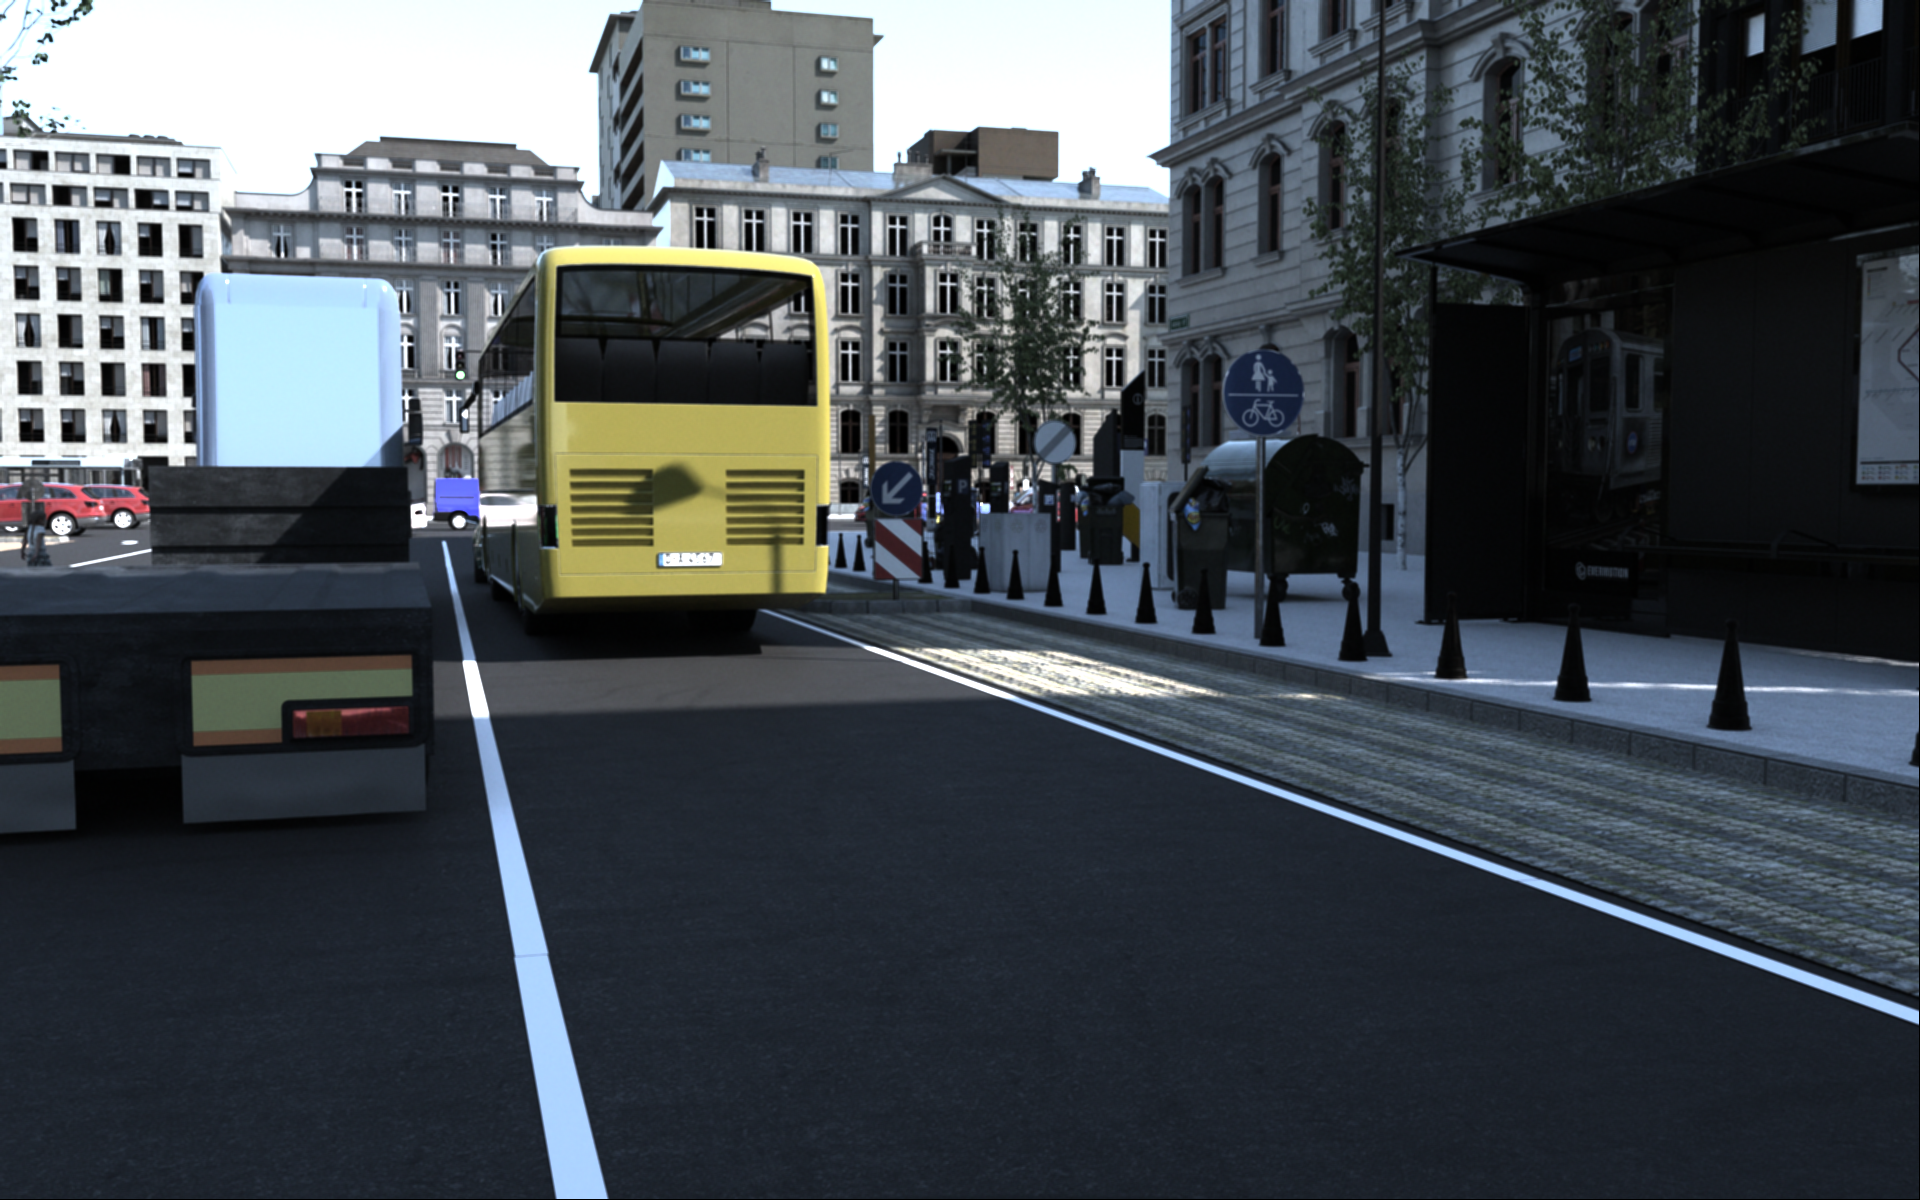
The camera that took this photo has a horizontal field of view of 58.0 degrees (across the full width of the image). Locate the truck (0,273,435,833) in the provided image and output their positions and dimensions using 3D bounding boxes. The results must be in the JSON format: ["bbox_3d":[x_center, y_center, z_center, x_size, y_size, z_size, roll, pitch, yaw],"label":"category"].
[{"bbox_3d":[-6.349,-1.601,15.932,2.967,4.110,18.799,-1,4,-18],"label":"truck"}]

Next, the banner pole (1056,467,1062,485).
[{"bbox_3d":[6.899,-8.426,127.780,0.863,3.779,0.401,-3,5,-44],"label":"banner pole"}]

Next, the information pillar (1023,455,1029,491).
[{"bbox_3d":[3.924,-6.838,103.160,0.183,3.616,0.504,3,5,39],"label":"information pillar"}]

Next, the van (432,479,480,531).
[{"bbox_3d":[-18.430,-3.978,69.418,5.245,2.365,2.240,-1,4,-18],"label":"van"}]

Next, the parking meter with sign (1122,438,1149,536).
[{"bbox_3d":[5.325,-3.512,53.684,0.543,3.016,1.738,2,4,24],"label":"parking meter with sign"}]

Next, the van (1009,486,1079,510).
[{"bbox_3d":[3.403,-4.370,78.462,4.112,2.044,2.013,-1,4,-18],"label":"van"}]

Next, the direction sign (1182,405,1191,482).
[{"bbox_3d":[5.793,-3.206,44.412,0.379,3.537,0.876,0,4,-6],"label":"direction sign"}]

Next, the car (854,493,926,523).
[{"bbox_3d":[-2.606,-4.274,78.927,4.494,1.783,2.155,-1,4,-15],"label":"car"}]

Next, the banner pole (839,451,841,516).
[{"bbox_3d":[-6.967,-6.758,100.502,0.401,3.779,0.863,0,4,-3],"label":"banner pole"}]

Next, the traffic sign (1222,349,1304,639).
[{"bbox_3d":[2.655,-0.930,15.306,0.768,2.556,0.104,-1,4,-13],"label":"traffic sign"}]

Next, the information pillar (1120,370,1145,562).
[{"bbox_3d":[3.261,-2.526,32.655,0.504,3.616,0.183,-2,4,-25],"label":"information pillar"}]

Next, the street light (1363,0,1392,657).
[{"bbox_3d":[2.774,-2.503,13.468,1.470,5.913,1.316,-1,4,-17],"label":"street light"}]

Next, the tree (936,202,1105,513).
[{"bbox_3d":[1.759,-5.683,43.273,4.737,8.622,4.395,0,3,0],"label":"tree"}]

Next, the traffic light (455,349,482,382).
[{"bbox_3d":[-13.575,-4.924,55.182,4.771,5.953,1.251,-1,4,-17],"label":"traffic light"}]

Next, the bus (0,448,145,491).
[{"bbox_3d":[-40.832,-4.790,73.183,13.247,3.499,2.948,-1,4,-16],"label":"bus"}]

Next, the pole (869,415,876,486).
[{"bbox_3d":[-2.261,-3.108,44.657,0.158,3.312,0.155,0,3,0],"label":"pole"}]

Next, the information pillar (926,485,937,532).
[{"bbox_3d":[-0.966,-3.317,58.721,0.304,2.012,0.304,-1,4,-12],"label":"information pillar"}]

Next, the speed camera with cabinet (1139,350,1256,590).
[{"bbox_3d":[3.475,-1.784,23.509,2.038,3.252,0.660,-1,4,-21],"label":"speed camera with cabinet"}]

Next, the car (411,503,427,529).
[{"bbox_3d":[-20.925,-2.899,59.767,4.827,1.381,2.083,-1,4,-18],"label":"car"}]

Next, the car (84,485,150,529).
[{"bbox_3d":[-35.817,-3.814,71.035,5.304,1.827,2.281,-1,4,-17],"label":"car"}]

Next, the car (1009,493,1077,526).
[{"bbox_3d":[3.344,-3.778,70.805,2.155,1.783,4.494,-1,4,-17],"label":"car"}]

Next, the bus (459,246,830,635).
[{"bbox_3d":[-4.214,-1.777,20.595,2.896,3.916,12.252,-1,4,-18],"label":"bus"}]

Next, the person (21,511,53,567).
[{"bbox_3d":[-12.290,-0.577,22.954,0.505,1.210,0.382,1,4,20],"label":"person"}]

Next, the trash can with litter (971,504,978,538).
[{"bbox_3d":[0.439,-2.432,51.145,1.055,1.170,0.624,0,4,2],"label":"trash can with litter"}]

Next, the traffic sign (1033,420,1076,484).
[{"bbox_3d":[1.617,-1.819,29.841,0.768,2.556,0.104,-1,4,-13],"label":"traffic sign"}]

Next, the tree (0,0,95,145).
[{"bbox_3d":[-25.633,-11.121,40.175,12.611,20.169,13.585,0,3,0],"label":"tree"}]

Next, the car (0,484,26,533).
[{"bbox_3d":[-36.675,-3.407,64.377,5.304,1.827,2.281,-1,4,-16],"label":"car"}]

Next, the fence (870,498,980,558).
[{"bbox_3d":[-0.652,-1.447,34.867,2.264,1.192,0.480,-1,4,-9],"label":"fence"}]

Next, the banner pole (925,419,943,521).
[{"bbox_3d":[-0.813,-4.129,57.524,0.863,3.779,0.401,-3,5,-40],"label":"banner pole"}]

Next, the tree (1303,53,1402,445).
[{"bbox_3d":[7.496,-4.795,28.760,4.737,8.622,4.395,0,3,0],"label":"tree"}]

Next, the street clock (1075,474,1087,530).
[{"bbox_3d":[4.288,-3.475,61.379,0.358,2.002,0.471,2,4,29],"label":"street clock"}]

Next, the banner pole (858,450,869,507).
[{"bbox_3d":[-5.430,-6.583,97.653,0.863,3.779,0.401,0,4,-7],"label":"banner pole"}]

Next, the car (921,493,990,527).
[{"bbox_3d":[0.034,-4.001,75.004,3.694,1.707,1.945,-1,4,-16],"label":"car"}]

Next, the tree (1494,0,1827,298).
[{"bbox_3d":[8.513,-4.366,21.742,4.737,8.622,4.395,0,3,0],"label":"tree"}]

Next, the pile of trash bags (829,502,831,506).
[{"bbox_3d":[-10.971,-8.506,148.823,1.912,1.369,3.447,-3,4,-39],"label":"pile of trash bags"}]

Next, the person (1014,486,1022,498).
[{"bbox_3d":[2.942,-4.603,83.772,0.660,1.820,0.620,-1,4,-14],"label":"person"}]

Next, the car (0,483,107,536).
[{"bbox_3d":[-31.829,-3.053,58.597,5.304,1.827,2.281,-1,4,-16],"label":"car"}]

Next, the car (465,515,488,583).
[{"bbox_3d":[-7.363,-1.089,29.605,2.131,1.459,4.920,-1,4,-15],"label":"car"}]

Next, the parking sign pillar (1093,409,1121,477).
[{"bbox_3d":[4.742,-4.087,55.290,1.447,3.967,1.447,-2,4,-25],"label":"parking sign pillar"}]

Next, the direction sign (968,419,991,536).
[{"bbox_3d":[0.599,-3.724,52.892,0.876,3.537,0.379,3,5,40],"label":"direction sign"}]

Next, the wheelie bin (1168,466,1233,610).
[{"bbox_3d":[2.712,-0.707,19.467,0.693,1.594,0.980,0,4,1],"label":"wheelie bin"}]

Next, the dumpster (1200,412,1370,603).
[{"bbox_3d":[3.930,-1.149,21.281,1.502,2.255,1.985,-1,4,-17],"label":"dumpster"}]
